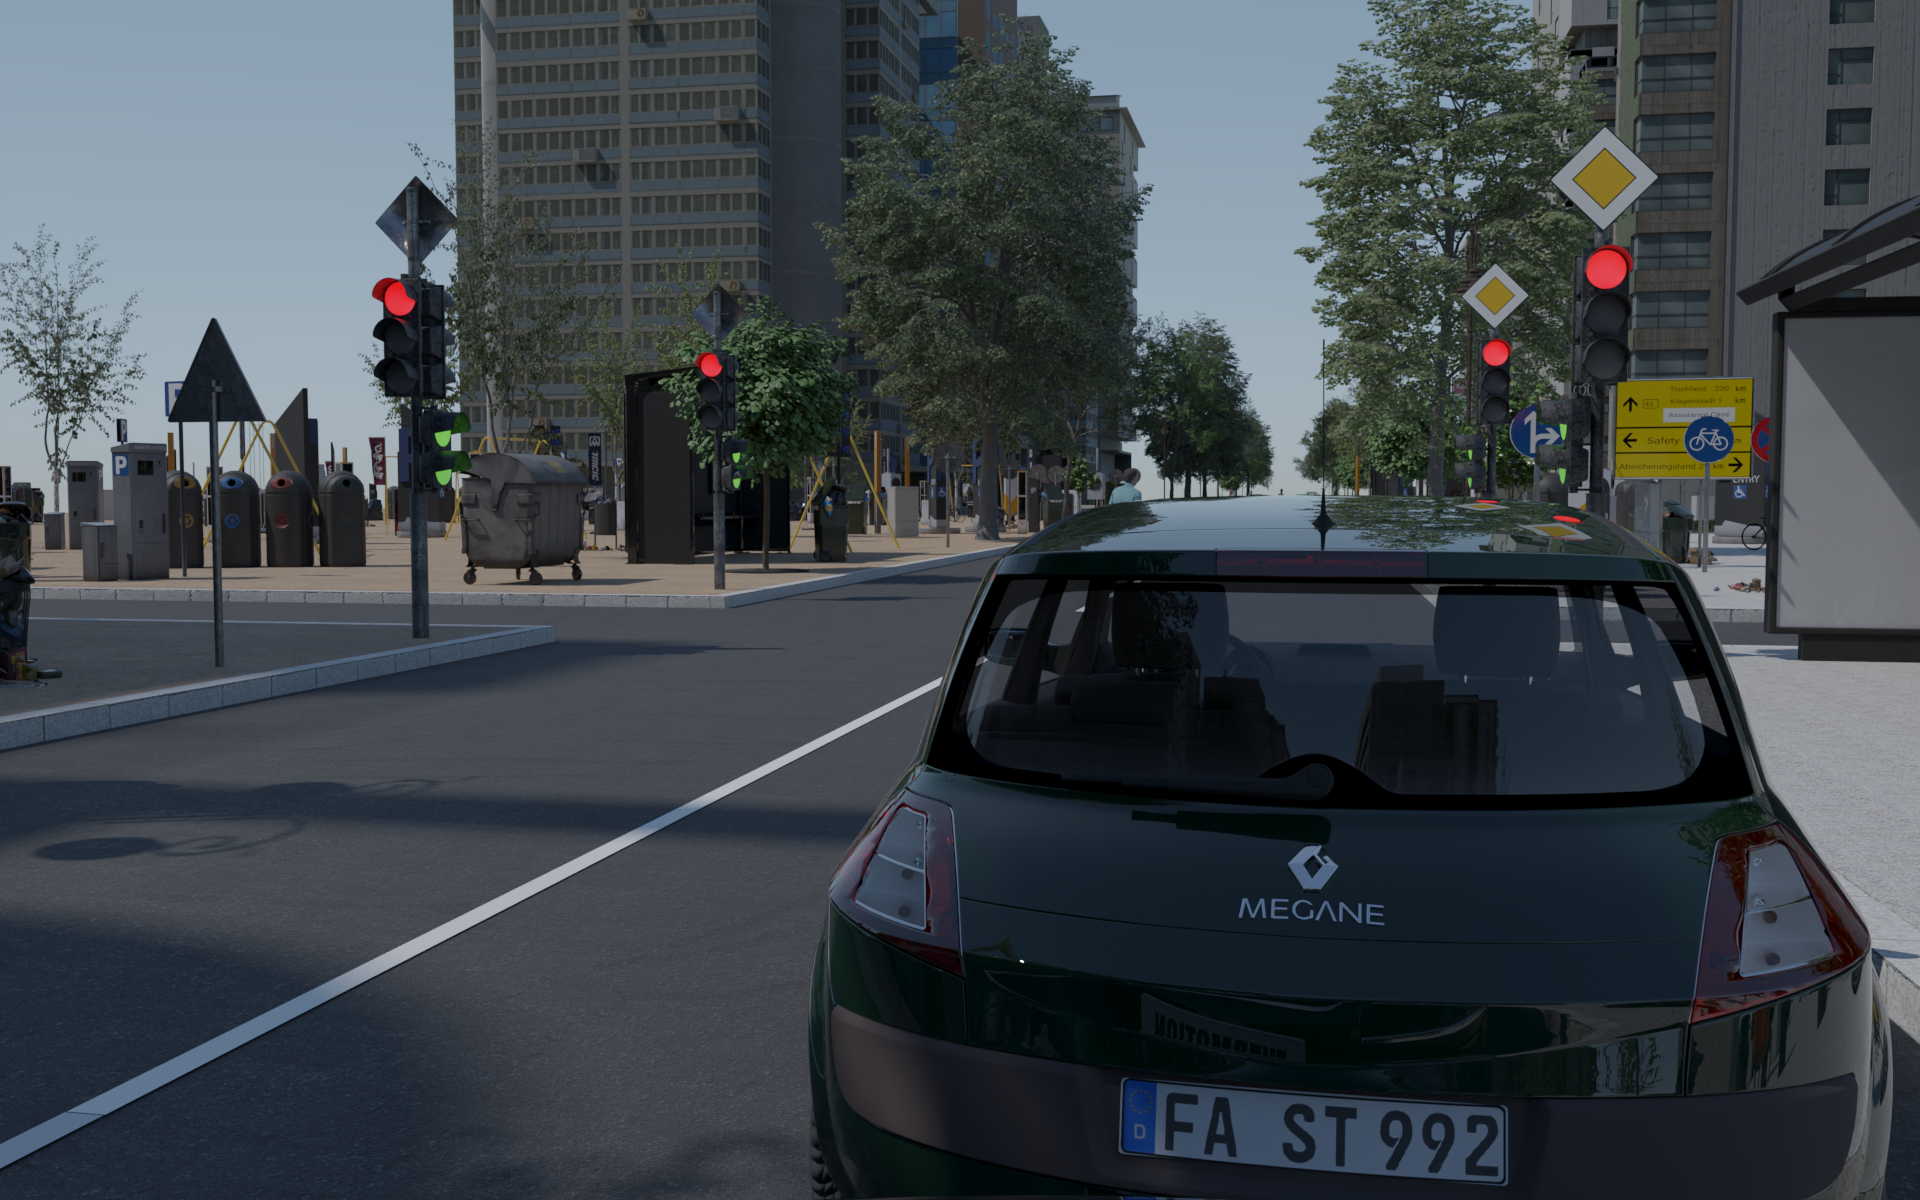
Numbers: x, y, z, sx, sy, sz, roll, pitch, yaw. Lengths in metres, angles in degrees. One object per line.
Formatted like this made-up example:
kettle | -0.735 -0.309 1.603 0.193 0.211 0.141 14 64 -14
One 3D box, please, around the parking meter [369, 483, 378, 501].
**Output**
parking meter | -31.384 -5.318 92.658 0.399 1.863 0.255 -1 4 -9

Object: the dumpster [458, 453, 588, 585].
dumpster | -6.320 -1.180 25.059 1.264 1.857 1.865 1 4 11

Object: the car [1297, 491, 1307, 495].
car | 43.676 -12.996 221.285 1.959 1.807 4.718 1 4 13

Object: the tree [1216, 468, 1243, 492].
tree | 29.778 -12.638 190.347 4.285 4.588 4.351 0 3 0

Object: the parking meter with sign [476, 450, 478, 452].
parking meter with sign | -18.504 -4.483 69.563 1.738 3.016 0.543 -1 4 -16

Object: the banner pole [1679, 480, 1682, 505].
banner pole | 30.008 -5.020 72.094 0.401 3.779 0.863 1 4 21

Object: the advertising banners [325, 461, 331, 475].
advertising banners | -32.435 -5.813 91.236 2.074 3.025 0.090 0 4 6

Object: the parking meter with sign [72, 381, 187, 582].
parking meter with sign | -12.355 -1.821 26.031 0.543 3.016 1.738 1 4 23

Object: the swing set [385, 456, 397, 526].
swing set | -22.357 -4.522 71.546 3.119 2.851 2.862 -1 4 -20

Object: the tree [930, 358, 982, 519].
tree | 0.053 -8.372 87.245 4.360 8.622 3.978 0 3 0

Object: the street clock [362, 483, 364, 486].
street clock | -36.531 -6.166 105.390 0.471 2.002 0.358 -2 4 -32

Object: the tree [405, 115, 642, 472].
tree | -8.949 -5.120 34.075 4.360 8.622 3.978 0 3 0

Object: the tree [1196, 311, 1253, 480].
tree | 16.153 -13.214 122.696 9.857 13.997 8.962 0 3 0

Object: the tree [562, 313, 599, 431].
tree | -12.733 -7.031 65.318 4.737 8.622 4.395 0 3 0

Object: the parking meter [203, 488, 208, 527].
parking meter | -29.733 -3.679 68.559 0.372 1.533 0.369 0 3 0

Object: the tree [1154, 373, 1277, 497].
tree | 21.576 -14.435 153.023 9.611 12.733 9.660 0 3 0

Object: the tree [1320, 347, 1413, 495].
tree | 20.640 -8.218 84.733 4.360 8.622 3.978 0 3 0

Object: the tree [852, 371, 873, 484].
tree | -6.838 -8.960 96.853 4.737 8.622 4.395 0 3 0

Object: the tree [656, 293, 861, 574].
tree | -3.273 -2.734 28.409 4.285 4.588 4.351 0 3 0

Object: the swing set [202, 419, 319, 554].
swing set | -14.282 -2.303 35.271 2.862 2.851 3.119 -1 4 -13

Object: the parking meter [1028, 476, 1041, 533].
parking meter | 2.479 -3.169 57.519 0.399 1.863 0.255 1 4 17

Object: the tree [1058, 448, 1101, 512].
tree | 5.111 -4.744 72.167 1.663 3.219 1.824 0 3 0

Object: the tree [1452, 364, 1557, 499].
tree | 8.259 -1.920 25.992 1.663 3.219 1.824 0 3 0

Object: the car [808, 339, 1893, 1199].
car | 0.929 0.333 4.345 2.009 1.686 4.222 1 4 13

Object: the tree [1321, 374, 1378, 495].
tree | 23.345 -9.124 99.534 4.737 8.622 4.395 0 3 0

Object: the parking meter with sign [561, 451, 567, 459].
parking meter with sign | -16.397 -4.504 69.895 0.543 3.016 1.738 0 4 5

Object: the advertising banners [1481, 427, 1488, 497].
advertising banners | 9.579 -2.163 31.549 0.090 3.025 2.074 1 4 19

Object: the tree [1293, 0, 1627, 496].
tree | 10.667 -7.303 37.524 7.486 12.596 7.792 0 3 0

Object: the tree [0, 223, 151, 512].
tree | -25.027 -5.988 48.267 4.360 8.622 3.978 0 3 0

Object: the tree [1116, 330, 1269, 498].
tree | 13.530 -11.343 111.218 9.928 11.665 9.643 0 3 0

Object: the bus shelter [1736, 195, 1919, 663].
bus shelter | 6.517 -1.027 10.718 2.014 3.302 5.546 1 4 11

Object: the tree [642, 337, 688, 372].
tree | -13.680 -7.925 79.936 4.360 8.622 3.978 0 3 0

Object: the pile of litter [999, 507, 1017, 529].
pile of litter | 1.708 -3.092 64.525 1.176 0.858 1.719 2 4 25

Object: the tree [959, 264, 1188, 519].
tree | 4.064 -8.011 65.397 8.767 10.594 7.601 -1 4 -16

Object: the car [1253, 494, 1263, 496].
car | 34.185 -11.556 198.728 2.009 1.686 4.222 1 4 12

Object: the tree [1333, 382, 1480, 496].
tree | 12.663 -3.903 47.532 4.285 4.588 4.351 0 3 0

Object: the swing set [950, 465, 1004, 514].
swing set | 0.835 -5.858 93.391 3.119 2.851 2.862 1 4 12

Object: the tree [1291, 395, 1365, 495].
tree | 43.515 -17.323 200.239 9.611 12.733 9.660 0 3 0

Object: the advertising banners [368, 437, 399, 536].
advertising banners | -17.042 -3.472 52.957 2.074 3.025 0.090 0 4 3

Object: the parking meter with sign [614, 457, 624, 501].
parking meter with sign | -15.996 -5.309 83.058 0.543 3.016 1.738 1 4 11

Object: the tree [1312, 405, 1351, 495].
tree | 39.445 -14.851 177.223 7.601 10.594 8.767 -1 4 -21

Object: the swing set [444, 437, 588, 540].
swing set | -12.521 -3.120 48.635 2.862 2.851 3.119 1 4 18

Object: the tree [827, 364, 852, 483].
tree | -7.662 -7.391 71.208 4.737 8.622 4.395 0 3 0

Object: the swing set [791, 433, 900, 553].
swing set | -3.255 -2.560 39.482 2.862 2.851 3.119 1 4 19

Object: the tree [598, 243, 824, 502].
tree | -7.377 -6.180 51.402 4.737 8.622 4.395 0 3 0

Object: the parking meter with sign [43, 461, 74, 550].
parking meter with sign | -20.171 -2.671 39.933 1.738 3.016 0.543 -1 4 -11

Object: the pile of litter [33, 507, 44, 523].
pile of litter | -41.759 -3.876 77.340 1.719 0.858 1.176 -3 4 -38

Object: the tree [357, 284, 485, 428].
tree | -18.291 -6.704 59.971 4.737 8.622 4.395 0 3 0

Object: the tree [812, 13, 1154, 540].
tree | 0.788 -8.646 48.011 9.857 13.997 8.962 0 3 0

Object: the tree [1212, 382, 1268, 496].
tree | 25.514 -15.979 171.630 12.009 13.543 11.850 0 3 0

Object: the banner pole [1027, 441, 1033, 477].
banner pole | 3.256 -5.553 80.807 0.401 3.779 0.863 -1 4 -15

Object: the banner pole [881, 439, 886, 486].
banner pole | -3.494 -5.429 78.780 0.401 3.779 0.863 1 4 16

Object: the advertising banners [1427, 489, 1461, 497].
advertising banners | 15.061 -3.462 52.790 2.074 3.025 0.090 -2 4 -27

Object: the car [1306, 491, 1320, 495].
car | 49.388 -14.350 243.300 2.281 1.827 5.304 1 4 10

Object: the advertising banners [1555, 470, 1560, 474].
advertising banners | 23.083 -4.172 64.399 2.074 3.025 0.090 1 4 12

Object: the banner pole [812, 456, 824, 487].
banner pole | -6.508 -5.440 78.963 0.863 3.779 0.401 -3 5 -39

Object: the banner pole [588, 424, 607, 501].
banner pole | -12.974 -4.425 62.365 0.863 3.779 0.401 0 4 -4

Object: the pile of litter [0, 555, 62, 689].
pile of litter | -6.886 0.123 11.948 1.176 0.858 1.719 -2 4 -32
